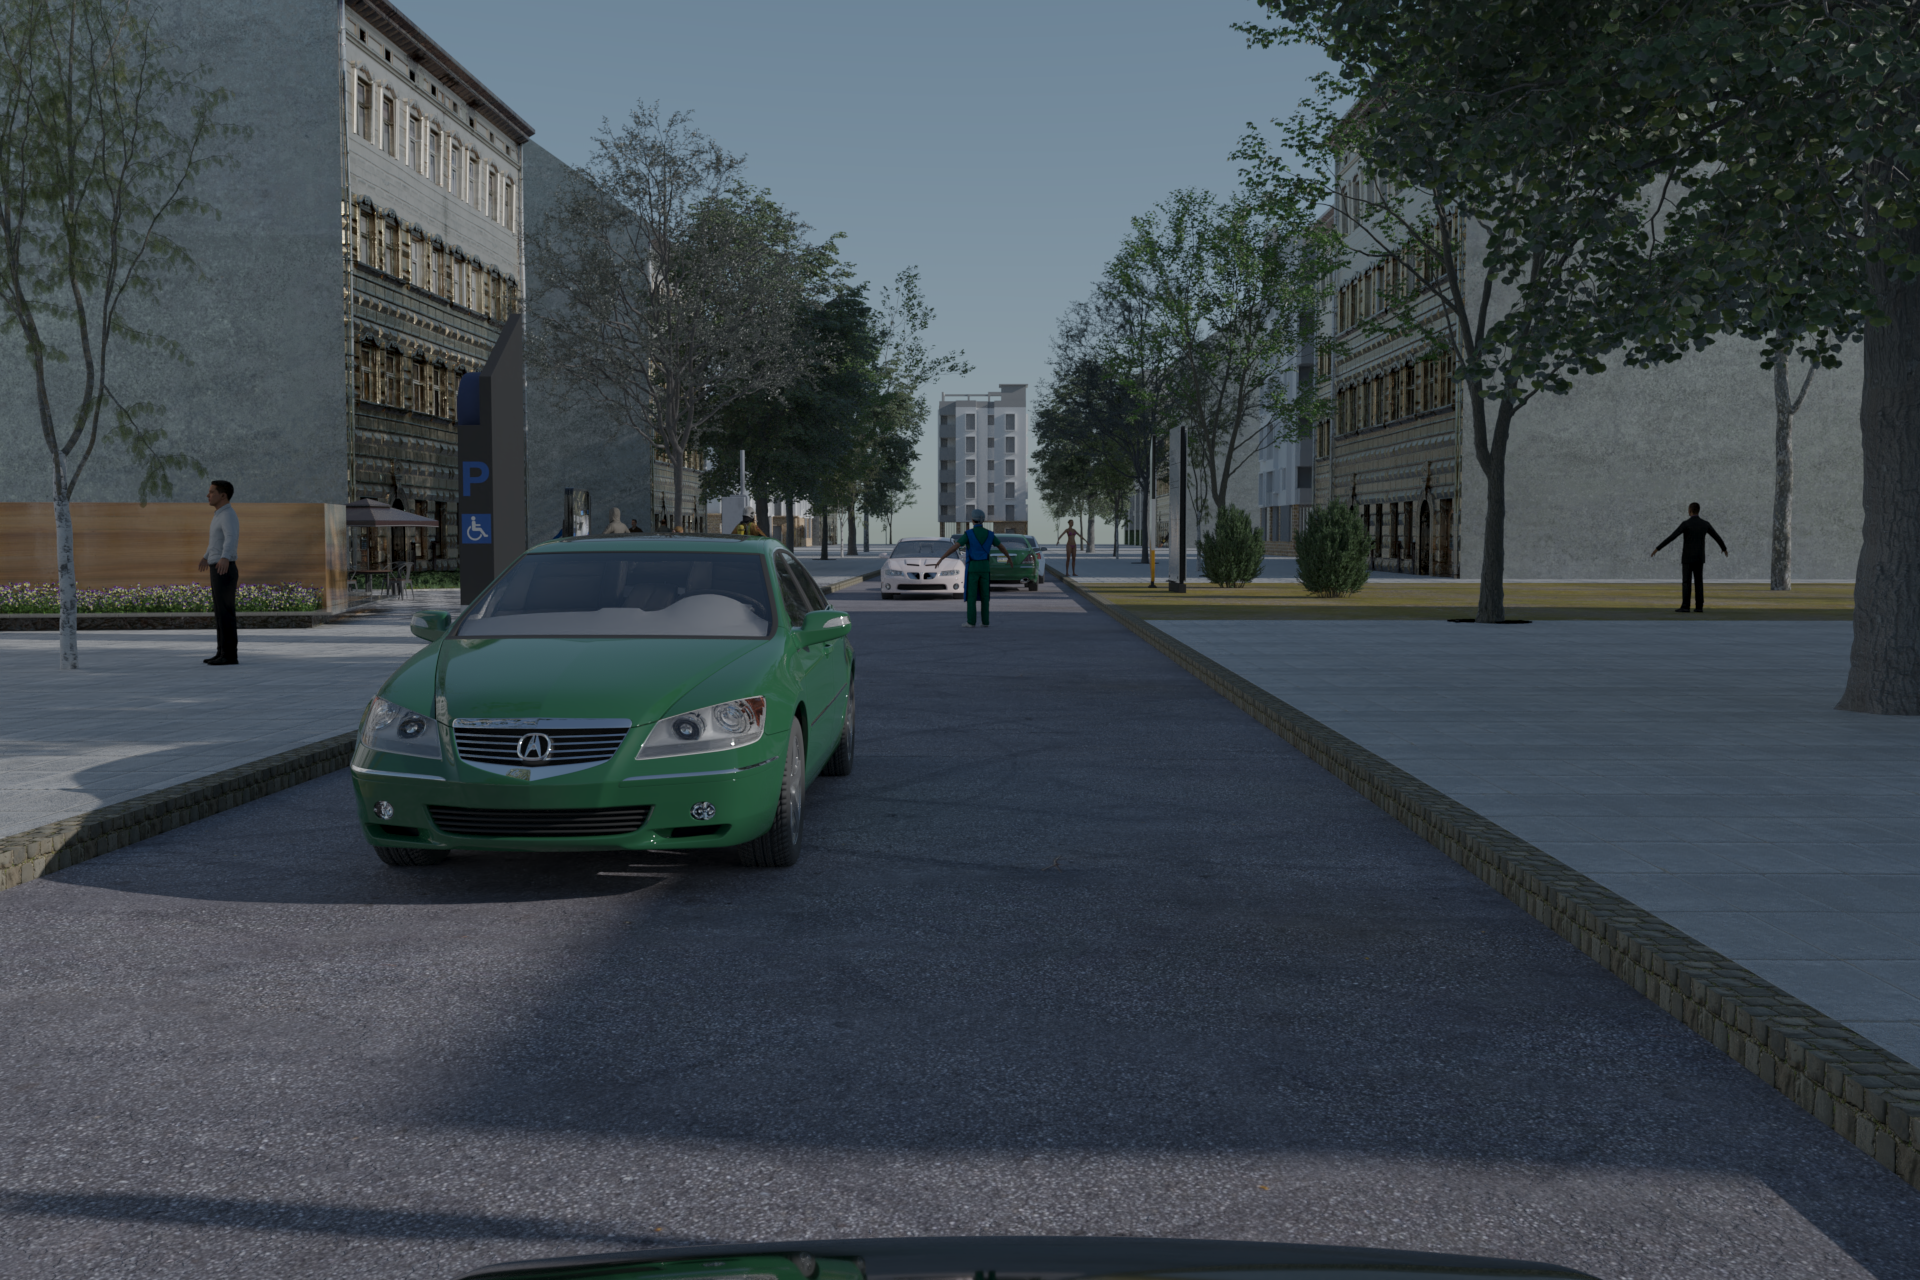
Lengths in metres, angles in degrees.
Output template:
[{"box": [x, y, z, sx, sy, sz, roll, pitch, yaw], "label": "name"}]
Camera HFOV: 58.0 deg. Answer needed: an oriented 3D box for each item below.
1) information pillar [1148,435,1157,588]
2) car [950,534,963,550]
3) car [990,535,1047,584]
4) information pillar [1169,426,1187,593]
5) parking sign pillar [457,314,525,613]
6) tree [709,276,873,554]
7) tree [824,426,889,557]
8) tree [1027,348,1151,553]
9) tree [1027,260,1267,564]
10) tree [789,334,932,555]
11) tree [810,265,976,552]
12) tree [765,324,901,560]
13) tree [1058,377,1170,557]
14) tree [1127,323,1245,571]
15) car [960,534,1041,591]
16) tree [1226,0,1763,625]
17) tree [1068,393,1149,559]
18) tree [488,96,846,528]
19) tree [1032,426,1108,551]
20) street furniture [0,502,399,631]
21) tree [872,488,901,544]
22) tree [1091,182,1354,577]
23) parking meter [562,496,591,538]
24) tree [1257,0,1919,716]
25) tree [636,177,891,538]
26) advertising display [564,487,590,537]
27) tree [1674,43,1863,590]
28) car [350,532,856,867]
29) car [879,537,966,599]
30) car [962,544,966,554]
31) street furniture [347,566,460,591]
[{"box": [4.580, -3.048, 41.183, 0.183, 3.616, 0.504, 0, 4, 1], "label": "information pillar"}, {"box": [0.041, -6.692, 121.218, 2.131, 1.459, 4.920, 0, 4, 1], "label": "car"}, {"box": [1.598, -2.404, 51.303, 2.014, 1.417, 4.499, 0, 4, 1], "label": "car"}, {"box": [4.814, -2.872, 38.278, 0.184, 3.620, 1.656, 0, 4, -1], "label": "information pillar"}, {"box": [-5.573, -1.967, 20.630, 1.447, 3.967, 1.447, 0, 4, 2], "label": "parking sign pillar"}, {"box": [-7.812, -9.603, 75.140, 7.486, 12.596, 7.792, 0, 3, 0], "label": "tree"}, {"box": [-6.676, -8.897, 95.830, 4.360, 8.622, 3.978, 0, 3, 0], "label": "tree"}, {"box": [8.898, -12.956, 118.492, 9.857, 13.997, 8.962, 0, 3, 0], "label": "tree"}, {"box": [8.013, -10.061, 74.875, 12.009, 13.543, 11.850, 0, 3, 0], "label": "tree"}, {"box": [-6.573, -12.120, 104.817, 9.857, 13.997, 8.962, 0, 3, 0], "label": "tree"}, {"box": [-5.727, -16.283, 122.116, 12.611, 20.169, 13.585, 0, 3, 0], "label": "tree"}, {"box": [-6.552, -9.732, 84.876, 9.928, 11.665, 9.643, 0, 3, 0], "label": "tree"}, {"box": [9.146, -10.017, 98.194, 7.601, 10.594, 8.767, -1, 4, -23], "label": "tree"}, {"box": [8.476, -6.688, 59.709, 4.360, 8.622, 3.978, 0, 3, 0], "label": "tree"}, {"box": [1.069, -2.028, 44.951, 2.131, 1.459, 4.920, 0, 3, 0], "label": "car"}, {"box": [7.577, -6.040, 24.513, 9.928, 11.665, 9.643, 0, 3, 0], "label": "tree"}, {"box": [7.875, -8.440, 88.350, 4.737, 8.622, 4.395, 0, 3, 0], "label": "tree"}, {"box": [-8.047, -8.474, 48.926, 12.009, 13.543, 11.850, 0, 3, 0], "label": "tree"}, {"box": [8.949, -12.035, 131.179, 7.601, 10.594, 8.767, -1, 4, -22], "label": "tree"}, {"box": [-13.309, -1.138, 25.456, 9.812, 1.723, 11.010, -1, 4, -11], "label": "street furniture"}, {"box": [-9.805, -16.752, 224.256, 4.737, 8.622, 4.395, 0, 3, 0], "label": "tree"}, {"box": [7.735, -7.690, 51.480, 9.928, 11.665, 9.643, 0, 3, 0], "label": "tree"}, {"box": [-5.864, -1.274, 26.534, 0.399, 1.863, 0.255, 0, 4, 3], "label": "parking meter"}, {"box": [6.692, -6.446, 12.046, 9.857, 13.997, 8.962, 0, 3, 0], "label": "tree"}, {"box": [-7.100, -9.520, 62.314, 9.857, 13.997, 8.962, 0, 3, 0], "label": "tree"}, {"box": [-5.376, -1.172, 24.375, 0.123, 1.923, 0.974, 0, 4, 2], "label": "advertising display"}, {"box": [17.669, -11.129, 37.844, 12.611, 20.169, 13.585, 0, 3, 0], "label": "tree"}, {"box": [-1.576, 0.172, 8.981, 2.131, 1.459, 4.920, 0, 4, 1], "label": "car"}, {"box": [-0.774, -1.660, 39.497, 2.083, 1.381, 4.827, 0, 4, 1], "label": "car"}, {"box": [1.006, -5.861, 104.623, 1.959, 1.807, 4.718, 0, 4, 1], "label": "car"}, {"box": [-13.058, -1.548, 40.940, 10.072, 0.657, 5.734, -2, 4, -25], "label": "street furniture"}]
